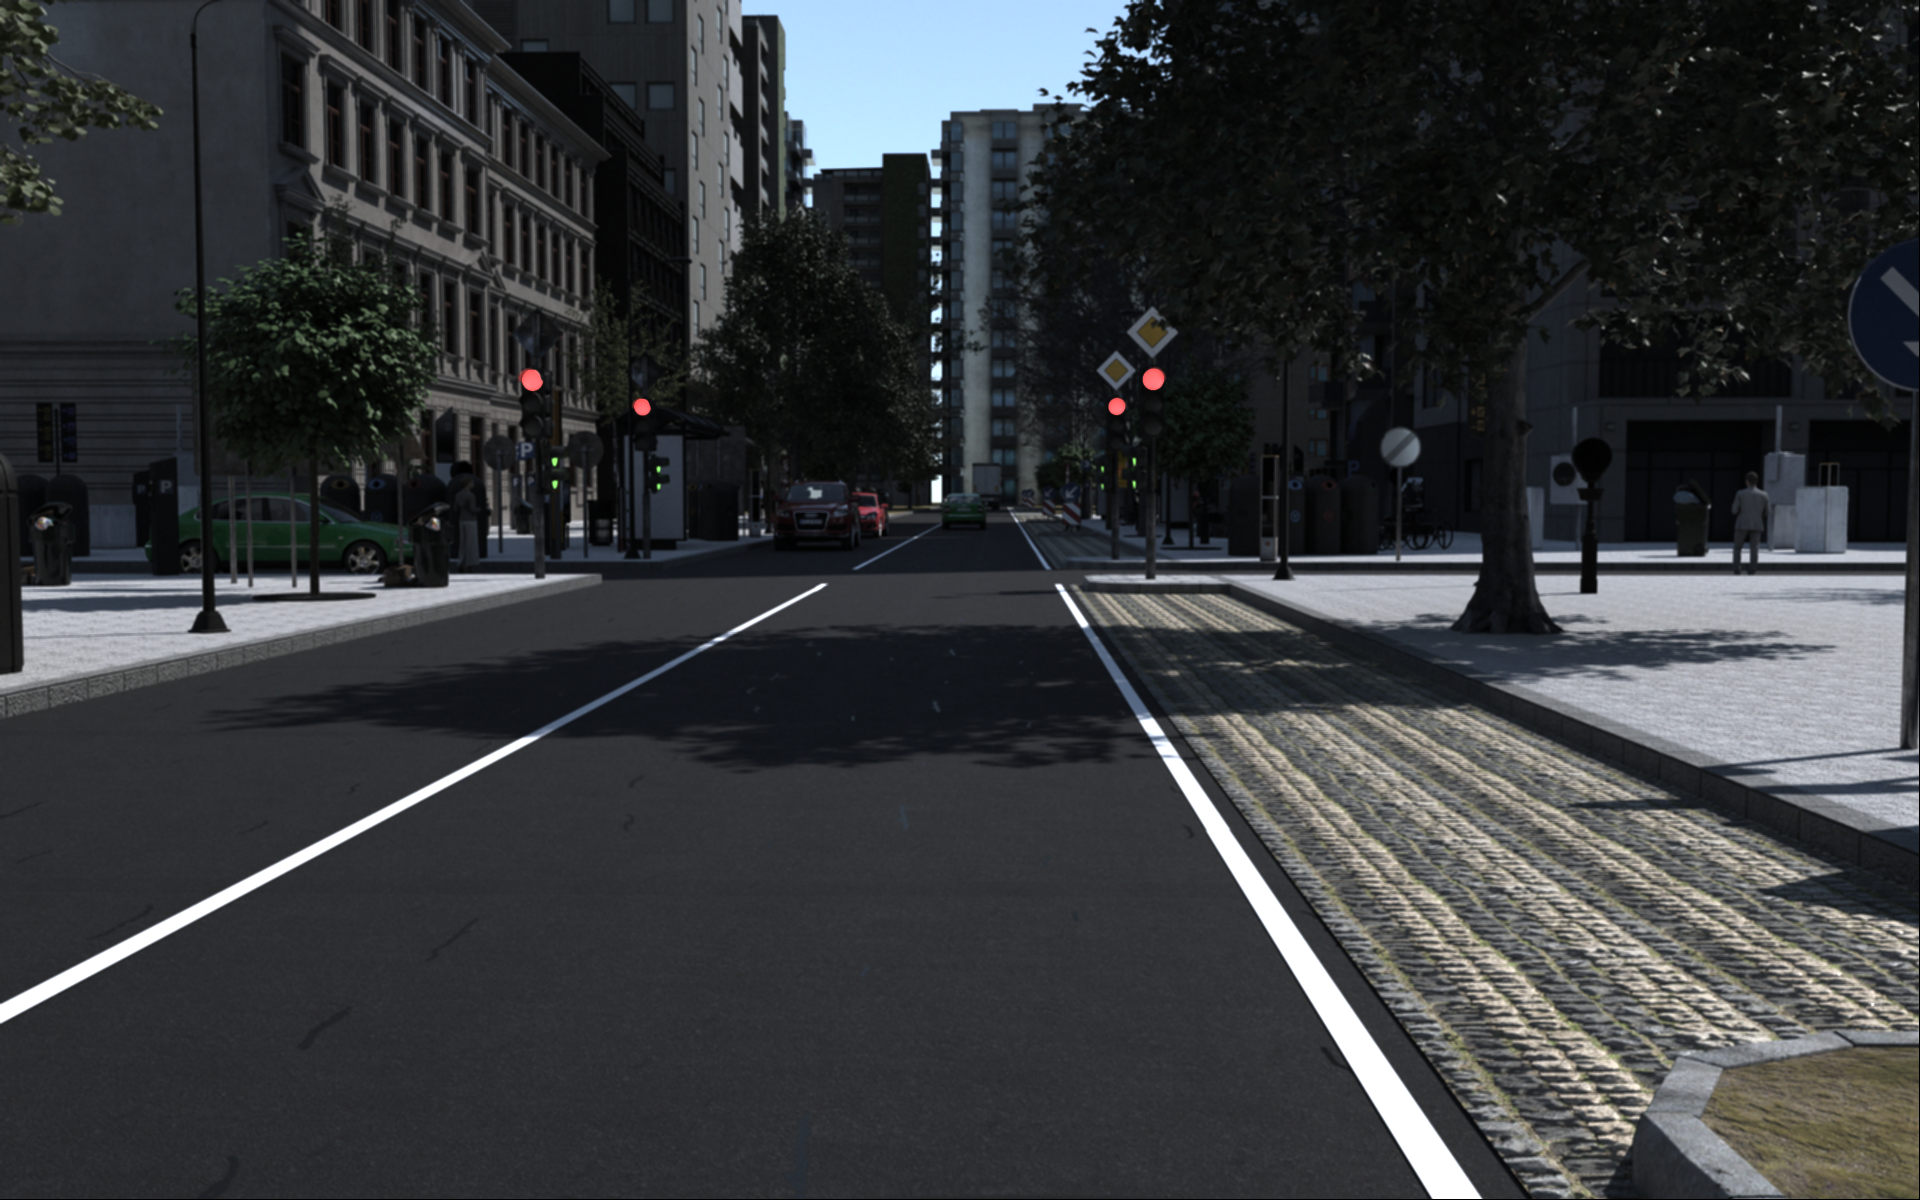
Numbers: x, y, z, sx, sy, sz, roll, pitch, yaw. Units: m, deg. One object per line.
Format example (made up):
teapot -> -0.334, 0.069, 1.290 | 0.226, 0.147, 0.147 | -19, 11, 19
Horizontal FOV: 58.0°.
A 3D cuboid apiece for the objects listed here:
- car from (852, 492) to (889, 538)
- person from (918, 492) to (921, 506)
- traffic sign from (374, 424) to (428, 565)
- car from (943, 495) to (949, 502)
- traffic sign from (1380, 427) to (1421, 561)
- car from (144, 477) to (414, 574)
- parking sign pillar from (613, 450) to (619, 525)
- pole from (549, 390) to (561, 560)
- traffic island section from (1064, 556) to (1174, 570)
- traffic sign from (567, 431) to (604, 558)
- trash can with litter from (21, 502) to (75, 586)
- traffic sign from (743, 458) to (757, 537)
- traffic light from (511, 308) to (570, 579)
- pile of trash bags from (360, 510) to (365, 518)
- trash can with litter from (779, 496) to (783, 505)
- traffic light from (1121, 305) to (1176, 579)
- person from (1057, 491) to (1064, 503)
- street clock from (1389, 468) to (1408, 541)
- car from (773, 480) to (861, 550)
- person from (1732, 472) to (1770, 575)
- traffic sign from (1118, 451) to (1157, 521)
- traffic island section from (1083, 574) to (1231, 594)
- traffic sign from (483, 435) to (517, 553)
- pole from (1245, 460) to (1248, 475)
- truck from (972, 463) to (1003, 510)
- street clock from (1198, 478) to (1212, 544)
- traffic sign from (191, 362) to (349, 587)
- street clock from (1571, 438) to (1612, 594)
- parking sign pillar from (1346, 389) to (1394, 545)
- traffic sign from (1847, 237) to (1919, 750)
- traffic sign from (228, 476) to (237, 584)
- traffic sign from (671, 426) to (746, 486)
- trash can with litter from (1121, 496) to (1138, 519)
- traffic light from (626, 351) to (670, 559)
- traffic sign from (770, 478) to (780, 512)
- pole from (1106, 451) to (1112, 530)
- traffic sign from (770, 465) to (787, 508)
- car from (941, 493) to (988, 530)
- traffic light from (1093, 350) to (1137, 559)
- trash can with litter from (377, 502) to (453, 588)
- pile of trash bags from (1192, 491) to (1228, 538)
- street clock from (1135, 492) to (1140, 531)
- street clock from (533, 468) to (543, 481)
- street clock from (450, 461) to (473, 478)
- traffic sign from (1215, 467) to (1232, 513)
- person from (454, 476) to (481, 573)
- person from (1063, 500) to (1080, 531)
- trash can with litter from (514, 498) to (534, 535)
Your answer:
car -> -3.412, -2.980, 57.767 | 2.155, 1.783, 4.494 | 0, 4, 2
person -> -4.542, -11.136, 191.498 | 0.530, 1.710, 0.541 | 0, 4, 4
traffic sign -> -8.635, -1.633, 26.707 | 0.884, 2.594, 0.081 | 1, 4, 9
car -> -0.565, -9.355, 165.308 | 2.083, 1.381, 4.827 | 0, 4, 0
traffic sign -> 8.407, -2.021, 33.143 | 0.768, 2.556, 0.104 | 0, 4, 8
car -> -11.137, -1.245, 29.150 | 4.718, 1.807, 1.959 | 0, 4, 0
parking sign pillar -> -13.872, -5.129, 72.328 | 1.447, 3.967, 1.447 | -2, 4, -29
pole -> -7.941, -2.452, 33.928 | 0.158, 3.312, 0.155 | 0, 3, 0
traffic island section -> 3.072, -0.721, 34.070 | 2.009, 0.180, 2.903 | 0, 4, 1
traffic sign -> -7.537, -2.123, 34.817 | 0.768, 2.556, 0.104 | 0, 4, 7
trash can with litter -> -12.949, -0.792, 24.343 | 1.055, 1.170, 0.624 | 2, 4, 30
traffic sign -> -6.489, -3.110, 52.026 | 0.795, 2.450, 0.064 | 0, 4, 2
traffic light -> -6.357, -2.278, 26.166 | 0.839, 4.253, 0.868 | 0, 4, 1
pile of trash bags -> -13.421, -1.758, 38.492 | 1.912, 1.369, 3.447 | 3, 5, 44
trash can with litter -> -11.049, -5.761, 105.573 | 0.624, 1.170, 1.055 | 0, 4, 5
traffic light -> 2.852, -2.266, 25.974 | 0.839, 4.253, 0.868 | 0, 4, 1
person -> 11.144, -11.167, 191.617 | 0.750, 1.759, 0.617 | 0, 4, 4
street clock -> 12.059, -2.637, 47.685 | 0.471, 2.002, 0.358 | 3, 5, 44
car -> -3.732, -2.267, 45.739 | 2.281, 1.827, 5.304 | 0, 4, 0
person -> 13.204, -1.243, 29.031 | 0.606, 1.804, 0.583 | 0, 4, 3
traffic sign -> 7.950, -5.252, 79.735 | 2.265, 3.308, 0.079 | 1, 4, 11
traffic island section -> 2.892, -0.233, 26.087 | 2.009, 0.180, 2.903 | 0, 4, 1
traffic sign -> -9.989, -2.293, 37.596 | 0.768, 2.556, 0.104 | 1, 4, 10
pole -> 15.241, -6.012, 92.143 | 0.158, 3.312, 0.155 | 0, 3, 0
truck -> 2.529, -10.612, 162.412 | 2.839, 4.237, 11.283 | 0, 4, 2
street clock -> 6.284, -2.437, 44.415 | 0.358, 2.002, 0.471 | 2, 4, 29
traffic sign -> -9.457, -1.826, 23.731 | 2.265, 3.308, 0.079 | 0, 4, 8
street clock -> 8.137, -1.088, 22.360 | 0.471, 2.002, 0.358 | 1, 4, 12
parking sign pillar -> 10.301, -3.393, 43.950 | 1.447, 3.967, 1.447 | 3, 5, 41
traffic sign -> 4.784, -0.523, 8.653 | 0.768, 2.556, 0.104 | 0, 4, 4
traffic sign -> -10.415, -1.508, 24.767 | 0.768, 2.556, 0.104 | 1, 4, 9
traffic sign -> -7.533, -3.544, 51.812 | 2.265, 3.308, 0.079 | 0, 4, 5
trash can with litter -> 8.728, -4.794, 89.768 | 1.055, 1.170, 0.624 | 3, 5, 39
traffic light -> -6.177, -2.766, 34.149 | 0.839, 4.253, 0.868 | 0, 4, 1
traffic sign -> -8.739, -5.031, 82.253 | 0.884, 2.594, 0.081 | 0, 4, 6
pole -> 5.329, -4.173, 62.075 | 0.158, 3.312, 0.155 | 0, 3, 0
traffic sign -> -7.894, -4.584, 75.054 | 0.768, 2.556, 0.104 | 0, 4, 6
car -> 0.185, -3.814, 71.152 | 1.959, 1.807, 4.718 | 0, 4, 1
traffic light -> 3.033, -2.754, 33.957 | 0.839, 4.253, 0.868 | 0, 4, 1
trash can with litter -> -7.525, -0.763, 23.857 | 1.055, 1.170, 0.624 | 1, 4, 13
pile of trash bags -> 7.864, -2.590, 52.094 | 1.912, 1.369, 3.447 | -1, 4, -20
street clock -> 6.249, -3.407, 60.282 | 0.358, 2.002, 0.471 | -2, 4, -30
street clock -> -11.793, -2.717, 48.997 | 0.471, 2.002, 0.358 | 0, 4, 5
street clock -> -11.013, -2.064, 38.319 | 0.358, 2.002, 0.471 | 2, 4, 32
traffic sign -> 8.705, -3.539, 57.971 | 0.768, 2.556, 0.104 | 0, 4, 5
person -> -8.876, -1.364, 31.352 | 0.519, 1.759, 0.362 | 2, 4, 34
person -> 4.043, -3.351, 63.064 | 0.755, 1.850, 0.659 | 2, 4, 28
trash can with litter -> -13.532, -2.645, 54.626 | 1.055, 1.170, 0.624 | 1, 4, 13
